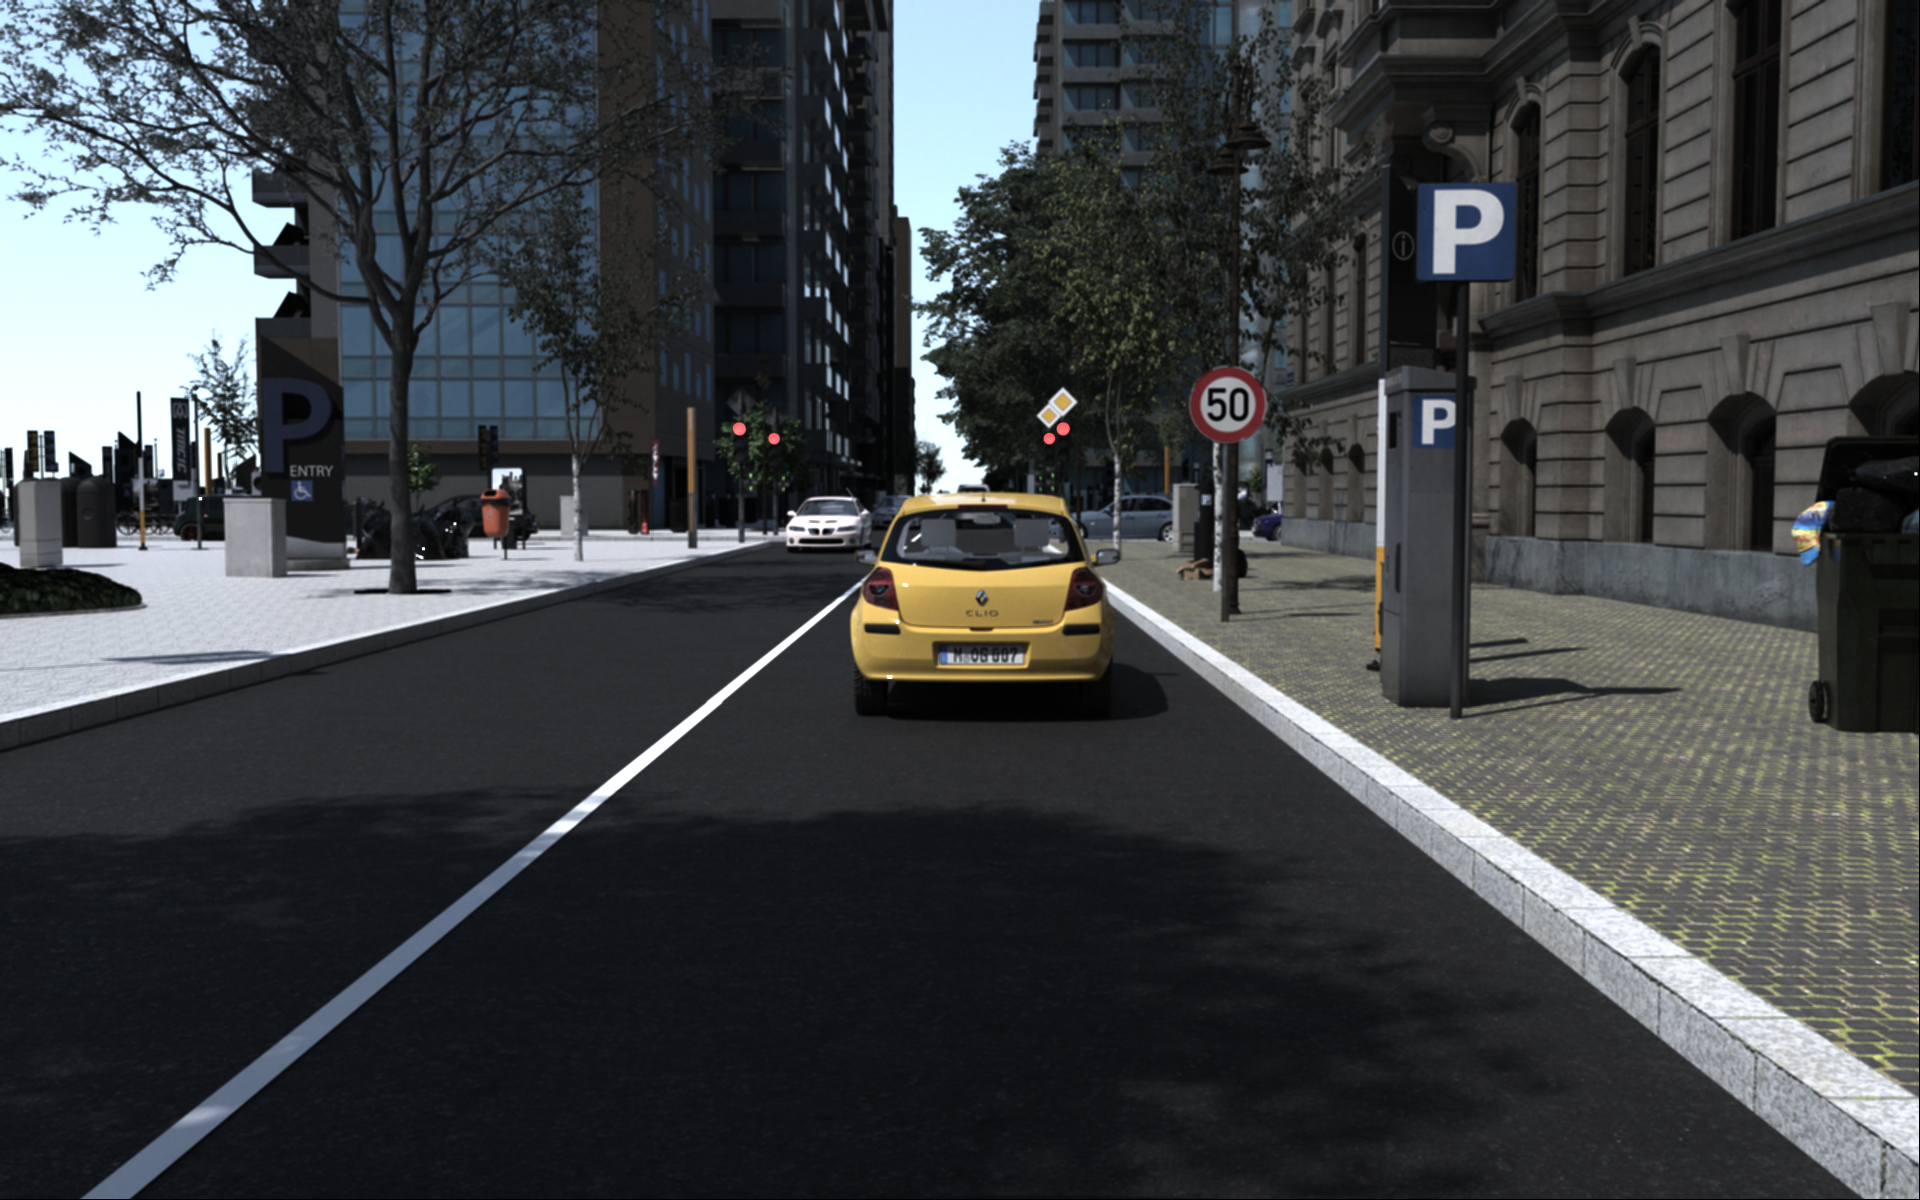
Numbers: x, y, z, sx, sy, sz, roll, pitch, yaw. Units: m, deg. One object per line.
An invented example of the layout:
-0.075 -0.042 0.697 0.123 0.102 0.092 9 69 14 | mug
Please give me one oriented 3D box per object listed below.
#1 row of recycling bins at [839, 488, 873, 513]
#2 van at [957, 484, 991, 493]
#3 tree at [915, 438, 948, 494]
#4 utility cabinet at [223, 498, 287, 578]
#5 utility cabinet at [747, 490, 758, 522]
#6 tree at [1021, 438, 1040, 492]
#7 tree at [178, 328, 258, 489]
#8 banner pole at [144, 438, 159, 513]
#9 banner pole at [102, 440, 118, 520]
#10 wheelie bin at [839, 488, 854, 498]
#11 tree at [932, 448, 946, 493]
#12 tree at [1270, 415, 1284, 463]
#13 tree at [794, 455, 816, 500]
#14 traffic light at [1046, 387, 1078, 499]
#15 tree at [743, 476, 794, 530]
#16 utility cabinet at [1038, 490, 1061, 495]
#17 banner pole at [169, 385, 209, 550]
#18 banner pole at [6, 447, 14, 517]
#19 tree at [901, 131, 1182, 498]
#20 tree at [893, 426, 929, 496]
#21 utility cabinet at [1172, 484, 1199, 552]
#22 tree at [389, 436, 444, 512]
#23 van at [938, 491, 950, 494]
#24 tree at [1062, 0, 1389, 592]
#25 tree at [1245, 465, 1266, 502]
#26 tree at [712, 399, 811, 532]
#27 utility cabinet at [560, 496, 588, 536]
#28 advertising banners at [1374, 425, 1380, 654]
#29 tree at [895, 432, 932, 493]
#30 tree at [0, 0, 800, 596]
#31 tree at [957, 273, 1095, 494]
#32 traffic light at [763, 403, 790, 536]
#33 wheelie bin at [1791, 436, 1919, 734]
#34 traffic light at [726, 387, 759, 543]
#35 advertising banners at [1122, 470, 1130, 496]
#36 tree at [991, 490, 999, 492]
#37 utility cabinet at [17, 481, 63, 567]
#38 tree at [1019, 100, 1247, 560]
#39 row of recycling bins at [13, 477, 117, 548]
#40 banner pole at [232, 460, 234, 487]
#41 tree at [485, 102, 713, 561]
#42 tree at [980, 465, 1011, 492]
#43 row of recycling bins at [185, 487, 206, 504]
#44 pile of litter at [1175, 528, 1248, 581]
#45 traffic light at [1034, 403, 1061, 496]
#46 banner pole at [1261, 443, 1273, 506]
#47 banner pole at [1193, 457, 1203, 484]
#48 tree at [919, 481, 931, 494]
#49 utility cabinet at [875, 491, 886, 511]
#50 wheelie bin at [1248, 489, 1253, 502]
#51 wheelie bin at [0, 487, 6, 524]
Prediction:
-7.596 -6.745 117.398 3.534 1.692 1.069 1 4 13 | row of recycling bins
0.617 -4.012 72.605 2.013 2.044 4.112 0 4 2 | van
-5.566 -21.557 286.871 8.767 10.594 7.601 3 4 36 | tree
-10.895 -0.956 26.795 1.020 1.237 0.306 2 4 25 | utility cabinet
-9.295 -4.217 77.621 0.318 1.500 1.173 0 4 2 | utility cabinet
4.890 -11.071 131.372 4.360 8.622 3.978 0 3 0 | tree
-32.660 -7.795 77.804 4.737 8.622 4.395 0 3 0 | tree
-36.147 -5.353 77.531 0.401 3.779 0.863 1 4 23 | banner pole
-39.015 -5.483 79.671 0.401 3.779 0.863 3 5 43 | banner pole
-5.736 -4.868 87.493 0.693 1.594 0.980 0 4 2 | wheelie bin
-4.608 -19.482 268.885 4.737 8.622 4.395 0 3 0 | tree
23.947 -10.570 123.183 4.737 8.622 4.395 0 3 0 | tree
-7.022 -4.663 70.835 1.663 3.219 1.824 0 3 0 | tree
2.675 -3.460 45.493 0.839 4.253 0.868 0 4 0 | traffic light
-7.076 -4.152 62.488 1.663 3.219 1.824 0 3 0 | tree
4.536 -4.848 87.946 1.173 1.500 0.318 2 4 28 | utility cabinet
-17.695 -3.039 39.712 0.401 3.779 0.863 2 4 34 | banner pole
-50.849 -6.282 92.728 0.863 3.779 0.401 2 4 30 | banner pole
3.132 -9.415 60.594 9.857 13.997 8.962 0 3 0 | tree
-5.361 -14.518 187.739 4.360 8.622 3.978 0 3 0 | tree
5.254 -1.789 37.933 1.173 1.500 0.318 -1 4 -21 | utility cabinet
-18.169 -3.883 58.095 1.663 3.219 1.824 0 3 0 | tree
-1.846 -12.027 203.656 2.013 2.044 4.112 0 4 -1 | van
3.381 -4.398 22.271 4.360 8.622 3.978 0 3 0 | tree
19.030 -7.096 110.613 1.663 3.219 1.824 0 3 0 | tree
-6.813 -4.647 59.696 4.285 4.588 4.351 0 3 0 | tree
-11.789 -2.556 52.950 1.020 1.237 0.306 3 5 41 | utility cabinet
3.480 -1.108 14.305 0.090 3.025 2.074 1 4 14 | advertising banners
-6.097 -15.586 205.195 4.737 8.622 4.395 0 3 0 | tree
-7.260 -6.836 22.134 12.009 13.543 11.850 0 3 0 | tree
3.260 -10.221 85.233 7.486 12.596 7.792 0 3 0 | tree
-5.687 -3.951 53.513 0.839 4.253 0.868 0 4 0 | traffic light
5.091 -0.094 9.442 0.980 1.594 0.693 1 4 14 | wheelie bin
-5.736 -3.462 45.528 0.839 4.253 0.868 0 4 0 | traffic light
11.866 -7.816 123.982 0.090 3.025 2.074 -1 4 -9 | advertising banners
4.411 -13.306 212.156 1.663 3.219 1.824 0 3 0 | tree
-16.122 -1.325 30.350 0.318 1.500 1.173 -1 4 -9 | utility cabinet
3.295 -5.079 33.402 4.737 8.622 4.395 0 3 0 | tree
-21.746 -2.133 41.989 3.534 1.692 1.069 2 4 33 | row of recycling bins
-53.564 -8.418 127.659 0.401 3.779 0.863 -1 4 -19 | banner pole
-7.086 -5.037 32.714 4.360 8.622 3.978 0 3 0 | tree
4.281 -12.894 194.522 4.285 4.588 4.351 0 3 0 | tree
-42.187 -5.408 95.533 1.069 1.692 3.534 -3 4 -37 | row of recycling bins
3.799 -0.764 26.459 1.176 0.858 1.719 3 5 39 | pile of litter
2.724 -3.948 53.478 0.839 4.253 0.868 0 4 0 | traffic light
15.005 -5.805 84.935 0.401 3.779 0.863 -3 5 -43 | banner pole
15.942 -7.696 115.847 0.863 3.779 0.401 -1 4 -16 | banner pole
-5.367 -15.878 254.201 1.663 3.219 1.824 0 3 0 | tree
-5.523 -6.832 120.382 0.318 1.500 1.173 2 4 24 | utility cabinet
17.128 -5.885 104.125 0.980 1.594 0.693 -3 4 -38 | wheelie bin
-40.146 -3.920 71.992 0.693 1.594 0.980 2 4 32 | wheelie bin
